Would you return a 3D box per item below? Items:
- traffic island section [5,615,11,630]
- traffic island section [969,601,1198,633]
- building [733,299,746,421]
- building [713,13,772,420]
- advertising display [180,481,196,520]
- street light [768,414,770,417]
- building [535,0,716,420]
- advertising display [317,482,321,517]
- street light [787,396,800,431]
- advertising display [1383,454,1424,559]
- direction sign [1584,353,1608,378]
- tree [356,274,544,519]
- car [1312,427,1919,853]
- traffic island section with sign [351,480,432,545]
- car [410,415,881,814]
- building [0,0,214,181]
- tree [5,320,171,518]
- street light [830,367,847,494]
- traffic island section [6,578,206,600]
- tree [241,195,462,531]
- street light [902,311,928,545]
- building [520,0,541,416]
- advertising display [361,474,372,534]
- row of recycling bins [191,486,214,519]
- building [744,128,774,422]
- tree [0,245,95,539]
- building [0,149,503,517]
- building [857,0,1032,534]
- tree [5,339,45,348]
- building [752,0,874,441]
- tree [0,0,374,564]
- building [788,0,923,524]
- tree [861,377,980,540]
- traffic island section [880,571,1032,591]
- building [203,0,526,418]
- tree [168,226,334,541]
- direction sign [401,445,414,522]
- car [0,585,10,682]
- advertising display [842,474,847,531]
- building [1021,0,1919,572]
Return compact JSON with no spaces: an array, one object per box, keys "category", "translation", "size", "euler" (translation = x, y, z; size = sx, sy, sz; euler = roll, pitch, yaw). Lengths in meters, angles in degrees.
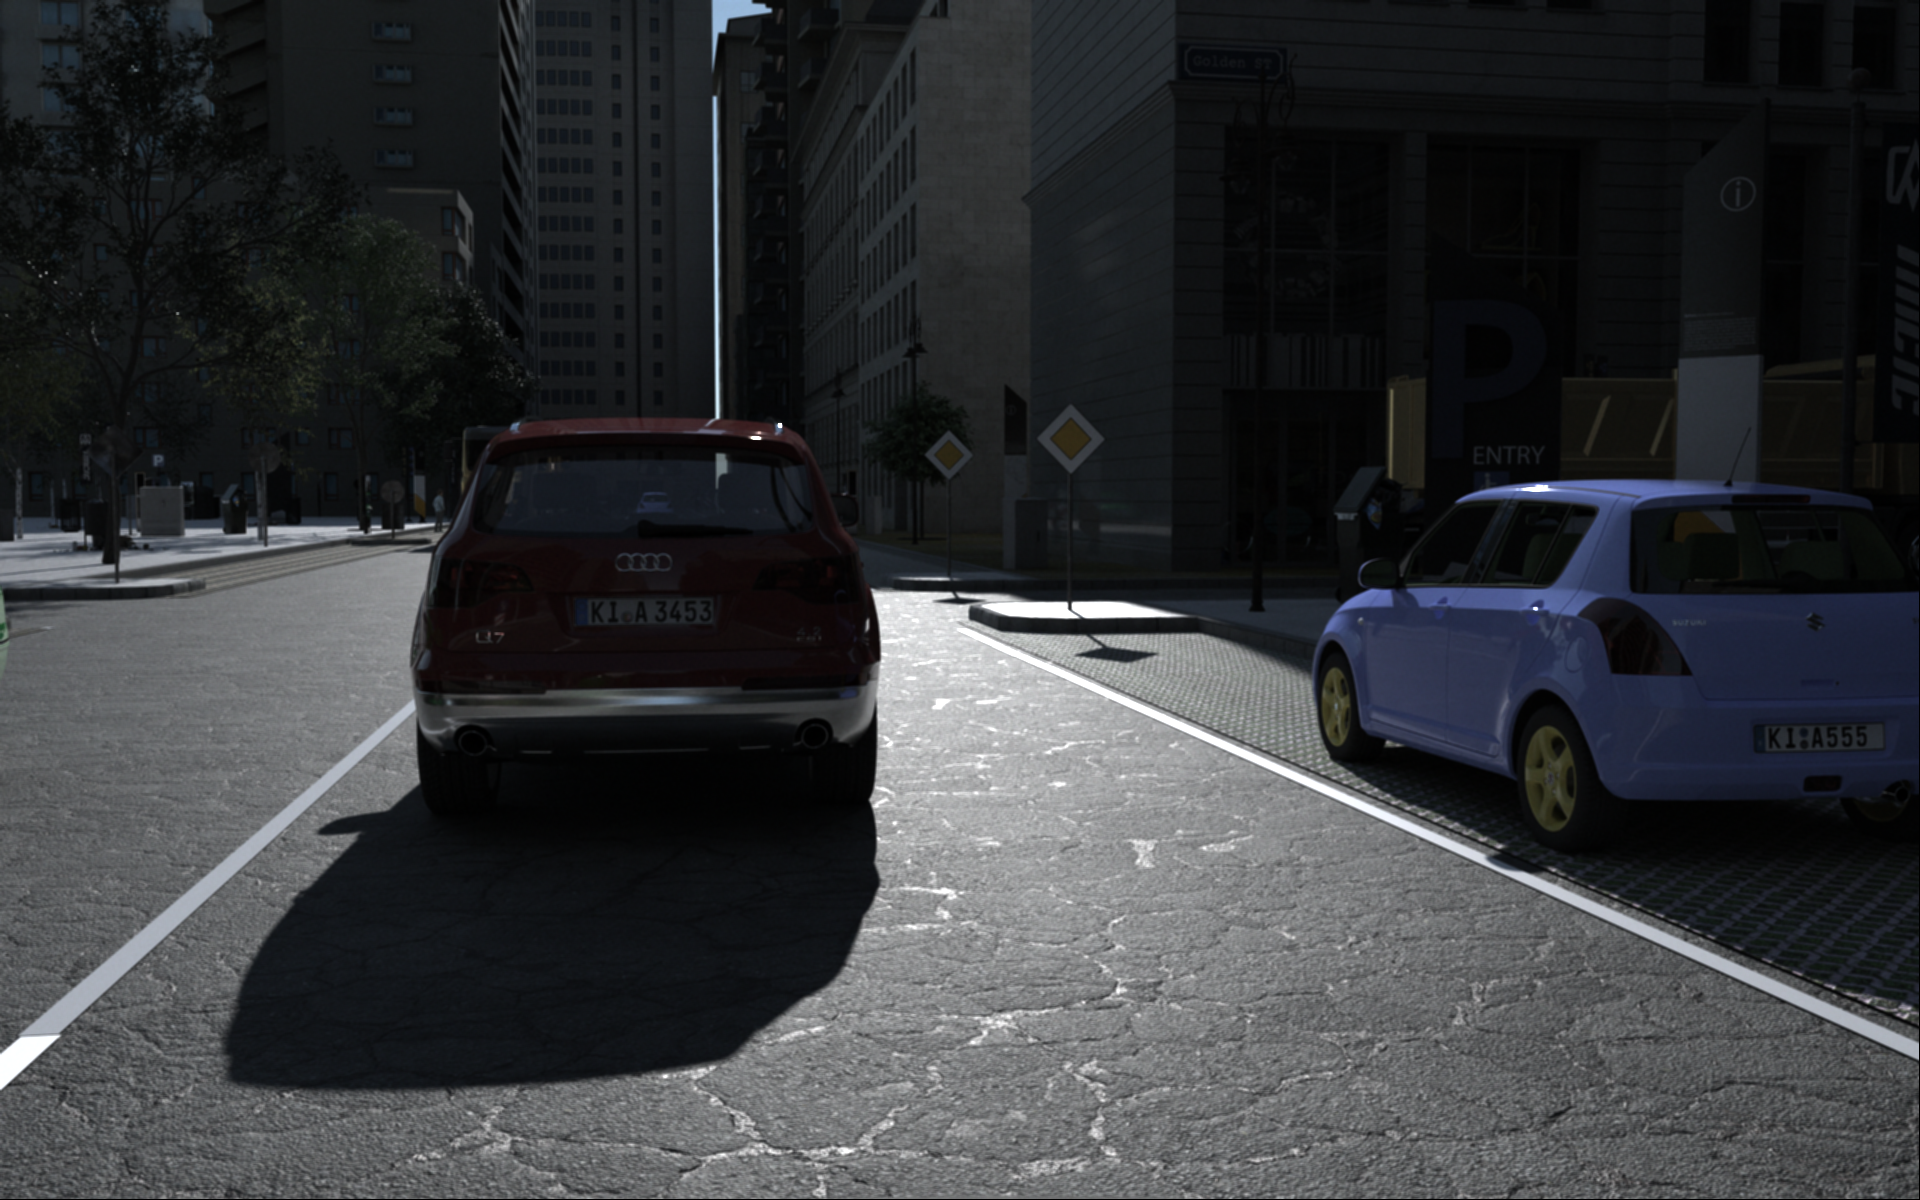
[{"category":"traffic island section","translation":[-10.772,0.318,17.089],"size":[2.009,0.180,2.903],"euler":[-1,4,-10]},{"category":"traffic island section","translation":[1.235,0.189,19.197],"size":[2.009,0.180,2.903],"euler":[-1,4,-10]},{"category":"building","translation":[-6.780,-19.484,163.597],"size":[27.650,21.520,28.899],"euler":[-1,4,-10]},{"category":"building","translation":[-14.419,-37.388,200.526],"size":[27.495,52.752,28.713],"euler":[-1,4,-10]},{"category":"advertising display","translation":[-38.235,-4.921,85.675],"size":[0.974,1.923,0.123],"euler":[1,4,16]},{"category":"street light","translation":[-11.110,-7.814,100.541],"size":[0.468,5.910,1.993],"euler":[-1,4,-10]},{"category":"building","translation":[-41.673,-39.718,191.391],"size":[28.212,58.520,21.231],"euler":[-1,4,-10]},{"category":"advertising display","translation":[-35.659,-5.578,96.415],"size":[0.123,1.923,0.974],"euler":[-1,4,-17]},{"category":"street light","translation":[-7.839,-6.659,81.659],"size":[0.468,5.910,1.993],"euler":[-1,4,-10]},{"category":"advertising display","translation":[7.225,-1.388,27.902],"size":[0.974,1.923,0.123],"euler":[-2,4,-24]},{"category":"direction sign","translation":[10.324,-2.215,28.219],"size":[0.379,3.537,0.876],"euler":[3,5,42]},{"category":"tree","translation":[-26.670,-10.638,90.938],"size":[9.611,12.733,9.660],"euler":[0,3,0]},{"category":"car","translation":[2.984,0.079,8.293],"size":[1.945,1.707,3.694],"euler":[-1,4,-9]},{"category":"traffic island section with sign","translation":[-16.125,-2.484,49.239],"size":[1.989,1.847,2.006],"euler":[-1,4,-10]},{"category":"car","translation":[-1.628,-0.045,9.406],"size":[2.281,1.827,5.304],"euler":[-1,4,-8]},{"category":"building","translation":[-75.619,-32.643,153.315],"size":[30.456,49.044,23.786],"euler":[-1,4,-10]},{"category":"tree","translation":[-34.527,-7.257,69.013],"size":[4.360,8.622,3.978],"euler":[0,3,0]},{"category":"street light","translation":[-4.415,-5.506,62.804],"size":[0.468,5.910,1.993],"euler":[-1,4,-10]},{"category":"traffic island section","translation":[-12.161,-0.163,24.952],"size":[2.009,0.180,2.903],"euler":[-1,4,-10]},{"category":"tree","translation":[-21.125,-8.261,60.821],"size":[9.928,11.665,9.643],"euler":[0,3,0]},{"category":"street light","translation":[-1.144,-4.351,43.922],"size":[0.468,5.910,1.993],"euler":[-1,4,-10]},{"category":"building","translation":[-50.112,-44.123,159.663],"size":[20.611,71.187,20.563],"euler":[-1,4,-10]},{"category":"advertising display","translation":[-19.059,-3.085,55.649],"size":[0.123,1.923,0.974],"euler":[-1,4,-9]},{"category":"row of recycling bins","translation":[-38.926,-5.012,89.056],"size":[1.069,1.692,3.534],"euler":[-1,4,-20]},{"category":"building","translation":[-10.518,-22.572,140.749],"size":[14.160,30.474,14.107],"euler":[-1,4,-10]},{"category":"tree","translation":[-26.971,-6.067,49.554],"size":[4.737,8.622,4.395],"euler":[0,3,0]},{"category":"building","translation":[-44.551,-16.222,110.262],"size":[27.650,21.520,28.899],"euler":[-1,4,-10]},{"category":"building","translation":[2.355,-12.832,64.559],"size":[10.420,20.320,16.860],"euler":[-1,4,-10]},{"category":"tree","translation":[-42.867,-7.691,76.110],"size":[4.360,8.622,3.978],"euler":[0,3,0]},{"category":"building","translation":[-2.731,-28.397,118.910],"size":[22.147,44.769,28.867],"euler":[-1,4,-10]},{"category":"tree","translation":[-15.307,-5.929,31.356],"size":[7.601,10.594,8.767],"euler":[2,4,25]},{"category":"building","translation":[0.553,-15.575,87.939],"size":[16.112,22.955,30.059],"euler":[-1,4,-10]},{"category":"tree","translation":[-0.995,-3.978,48.758],"size":[4.285,4.588,4.351],"euler":[0,3,0]},{"category":"traffic island section","translation":[-0.154,-0.292,27.061],"size":[2.009,0.180,2.903],"euler":[-1,4,-10]},{"category":"building","translation":[-45.824,-31.276,135.065],"size":[21.300,48.544,21.600],"euler":[-1,4,-10]},{"category":"tree","translation":[-19.241,-5.936,47.424],"size":[4.360,8.622,3.978],"euler":[0,3,0]},{"category":"direction sign","translation":[-25.440,-5.373,79.850],"size":[0.876,3.537,0.379],"euler":[2,4,33]},{"category":"car","translation":[-6.031,0.051,7.966],"size":[1.959,1.807,4.718],"euler":[-1,4,-9]},{"category":"advertising display","translation":[-3.632,-3.068,55.372],"size":[0.123,1.923,0.974],"euler":[-1,4,-11]},{"category":"building","translation":[17.044,-15.778,35.459],"size":[29.804,29.767,11.434],"euler":[-1,4,-10]}]
